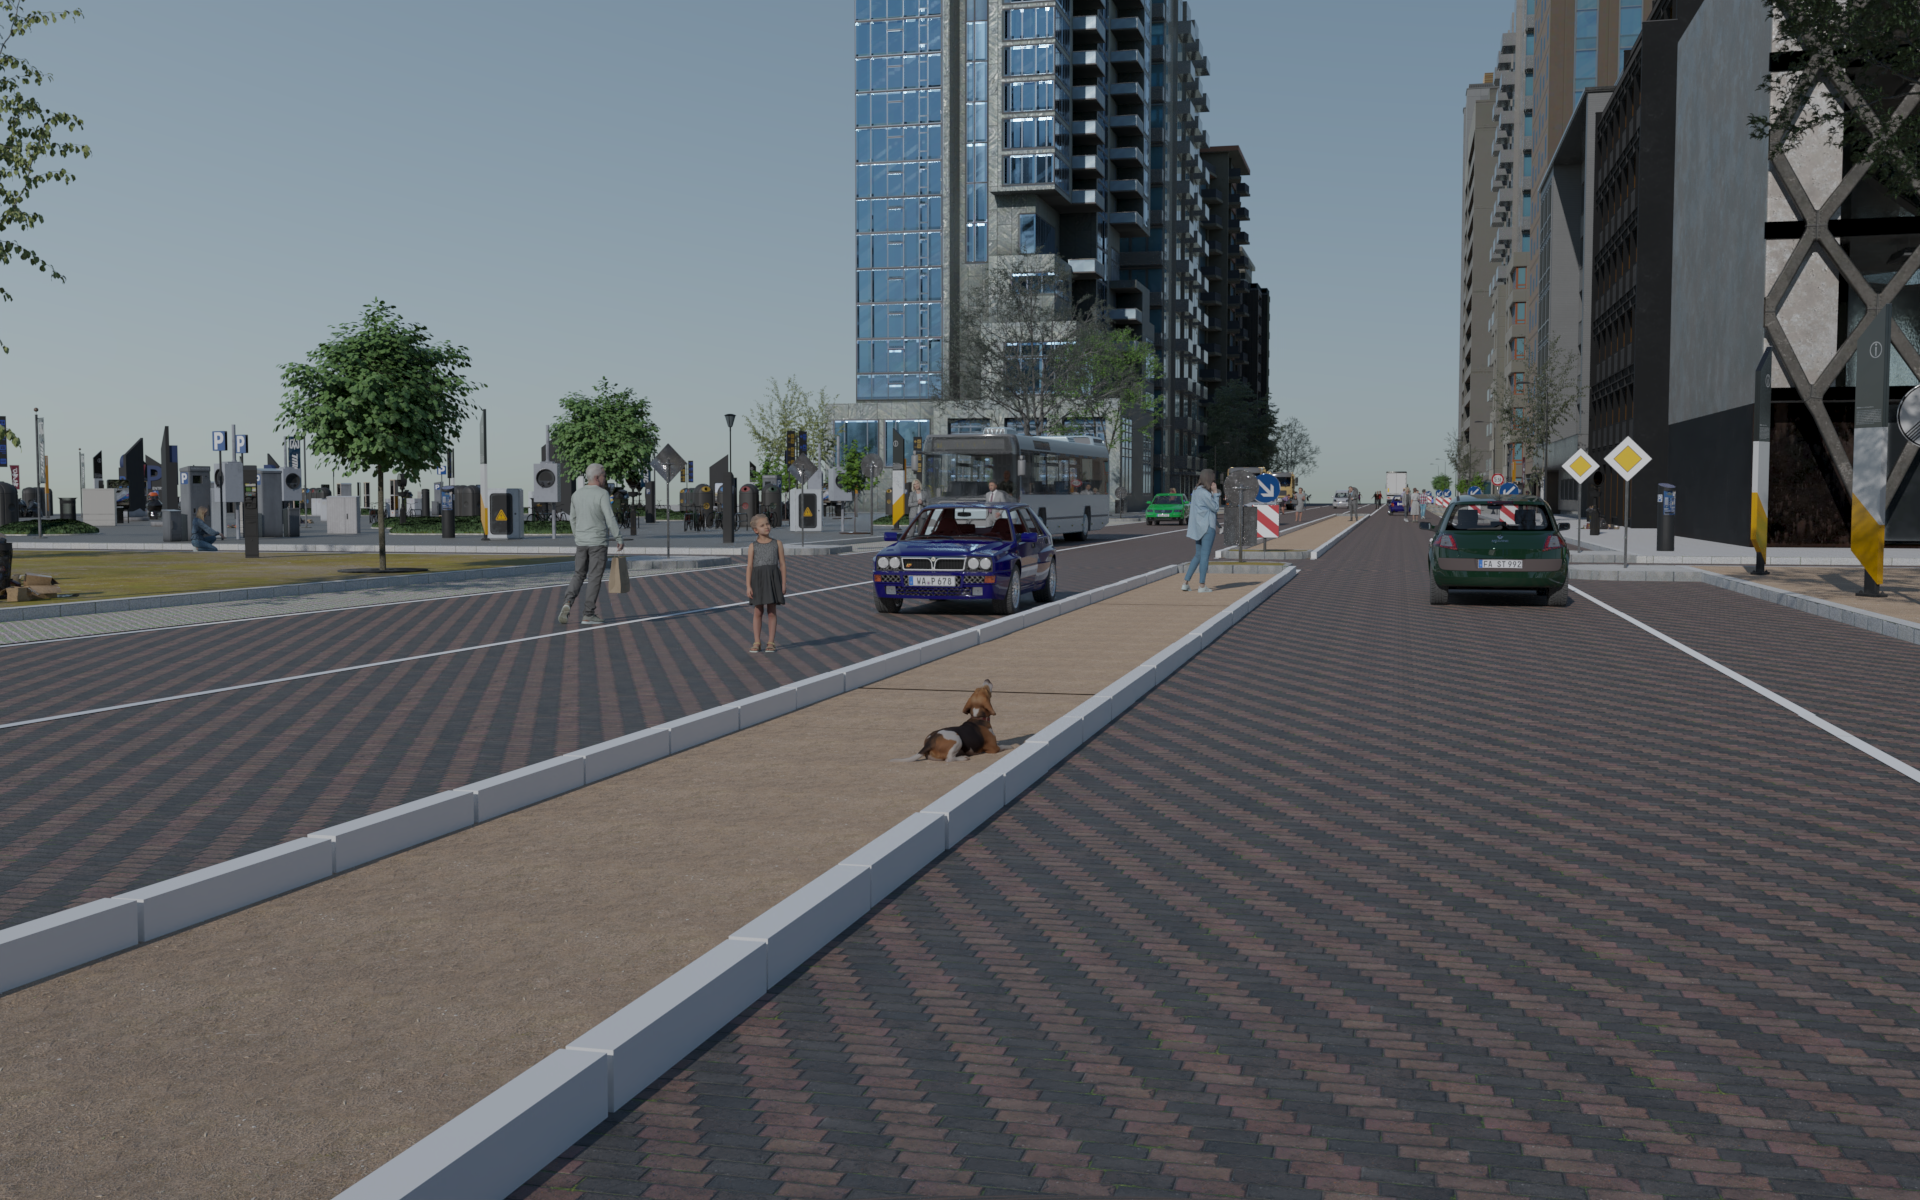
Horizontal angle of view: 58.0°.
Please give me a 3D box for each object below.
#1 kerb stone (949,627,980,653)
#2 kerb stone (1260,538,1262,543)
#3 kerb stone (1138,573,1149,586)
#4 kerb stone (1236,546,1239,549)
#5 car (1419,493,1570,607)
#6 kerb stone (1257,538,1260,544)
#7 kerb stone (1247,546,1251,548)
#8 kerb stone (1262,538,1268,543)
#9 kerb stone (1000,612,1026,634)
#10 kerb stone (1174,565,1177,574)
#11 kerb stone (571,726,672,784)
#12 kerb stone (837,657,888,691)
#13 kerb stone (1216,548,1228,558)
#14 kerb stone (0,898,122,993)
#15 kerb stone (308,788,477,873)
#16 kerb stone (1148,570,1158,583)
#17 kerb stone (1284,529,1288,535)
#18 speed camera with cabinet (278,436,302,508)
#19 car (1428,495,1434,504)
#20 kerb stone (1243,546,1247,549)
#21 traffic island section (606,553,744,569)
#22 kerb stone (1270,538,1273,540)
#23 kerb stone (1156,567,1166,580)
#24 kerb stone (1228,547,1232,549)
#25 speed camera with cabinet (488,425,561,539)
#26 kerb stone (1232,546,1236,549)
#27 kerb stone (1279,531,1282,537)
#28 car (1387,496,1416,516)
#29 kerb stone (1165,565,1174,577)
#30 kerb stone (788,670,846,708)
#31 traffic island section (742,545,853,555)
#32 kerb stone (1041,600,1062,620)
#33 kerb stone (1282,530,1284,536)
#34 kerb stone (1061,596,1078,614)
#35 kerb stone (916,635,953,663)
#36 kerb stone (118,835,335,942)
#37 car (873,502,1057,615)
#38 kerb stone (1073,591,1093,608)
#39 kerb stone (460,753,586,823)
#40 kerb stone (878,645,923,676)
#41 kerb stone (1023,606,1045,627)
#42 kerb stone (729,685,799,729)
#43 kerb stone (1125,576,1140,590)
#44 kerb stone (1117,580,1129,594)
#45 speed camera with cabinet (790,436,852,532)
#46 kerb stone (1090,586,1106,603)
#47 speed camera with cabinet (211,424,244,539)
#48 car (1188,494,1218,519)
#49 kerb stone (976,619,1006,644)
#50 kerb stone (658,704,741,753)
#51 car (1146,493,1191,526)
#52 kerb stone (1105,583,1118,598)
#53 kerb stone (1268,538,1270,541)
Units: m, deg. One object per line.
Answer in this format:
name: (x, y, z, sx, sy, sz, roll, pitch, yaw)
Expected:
kerb stone: (-0.015, 0.386, 15.946, 0.120, 0.150, 1.000, 1, 4, 14)
kerb stone: (8.430, -1.655, 49.274, 0.120, 0.150, 1.000, 1, 4, 14)
kerb stone: (2.762, -0.286, 26.891, 0.120, 0.150, 1.000, 1, 4, 14)
kerb stone: (6.680, -1.227, 42.321, 0.120, 0.150, 1.000, 1, 4, 14)
car: (7.269, -0.841, 23.534, 2.009, 1.686, 4.222, 1, 4, 15)
kerb stone: (8.188, -1.595, 48.280, 0.120, 0.150, 1.000, 1, 4, 14)
kerb stone: (7.432, -1.413, 45.302, 0.120, 0.150, 1.000, 1, 4, 14)
kerb stone: (8.935, -1.772, 51.258, 0.120, 0.150, 1.000, 1, 4, 14)
kerb stone: (0.493, 0.261, 17.935, 0.120, 0.150, 1.000, 1, 4, 14)
kerb stone: (3.772, -0.531, 30.871, 0.120, 0.150, 1.000, 1, 4, 14)
kerb stone: (-1.770, 0.808, 8.987, 0.120, 0.150, 1.000, 1, 4, 14)
kerb stone: (-0.758, 0.564, 12.968, 0.120, 0.150, 1.000, 1, 4, 14)
kerb stone: (5.917, -1.048, 39.334, 0.120, 0.150, 1.000, 1, 4, 14)
kerb stone: (-2.780, 1.051, 5.005, 0.120, 0.150, 1.000, 1, 4, 14)
kerb stone: (-2.278, 0.929, 7.000, 0.120, 0.150, 1.000, 1, 4, 14)
kerb stone: (3.020, -0.343, 27.893, 0.120, 0.150, 1.000, 1, 4, 14)
kerb stone: (11.208, -2.325, 60.208, 0.120, 0.150, 1.000, 1, 4, 14)
speed camera with cabinet: (-23.378, -3.934, 58.649, 0.660, 3.252, 2.038, 3, 5, 41)
car: (62.698, -13.635, 232.518, 1.945, 1.707, 3.694, 1, 4, 13)
kerb stone: (7.180, -1.352, 44.311, 0.120, 0.150, 1.000, 1, 4, 14)
traffic island section: (-5.806, -0.740, 34.376, 2.009, 0.180, 2.903, 1, 4, 14)
kerb stone: (9.438, -1.899, 53.249, 0.120, 0.150, 1.000, 1, 4, 14)
kerb stone: (3.269, -0.409, 28.884, 0.120, 0.150, 1.000, 1, 4, 14)
kerb stone: (6.176, -1.105, 40.323, 0.120, 0.150, 1.000, 1, 4, 14)
speed camera with cabinet: (-12.467, -3.367, 49.386, 2.038, 3.252, 0.660, 0, 4, -3)
kerb stone: (6.422, -1.170, 41.326, 0.120, 0.150, 1.000, 1, 4, 14)
kerb stone: (10.453, -2.142, 57.225, 0.120, 0.150, 1.000, 1, 4, 14)
car: (29.656, -6.336, 116.179, 1.945, 1.354, 3.894, 1, 4, 12)
kerb stone: (3.519, -0.470, 29.875, 0.120, 0.150, 1.000, 1, 4, 14)
kerb stone: (-1.017, 0.625, 11.976, 0.120, 0.150, 1.000, 1, 4, 14)
traffic island section: (-3.845, -1.213, 42.117, 2.009, 0.180, 2.903, 1, 4, 14)
kerb stone: (0.993, 0.139, 19.919, 0.120, 0.150, 1.000, 1, 4, 14)
kerb stone: (10.696, -2.203, 58.218, 0.120, 0.150, 1.000, 1, 4, 14)
kerb stone: (1.250, 0.083, 20.920, 0.120, 0.150, 1.000, 1, 4, 14)
kerb stone: (-0.263, 0.443, 14.954, 0.120, 0.150, 1.000, 1, 4, 14)
kerb stone: (-2.526, 0.995, 5.998, 0.120, 0.150, 1.000, 1, 4, 14)
car: (0.116, -0.570, 21.901, 1.945, 1.354, 3.894, 1, 4, 13)
kerb stone: (1.501, 0.017, 21.916, 0.120, 0.150, 1.000, 1, 4, 14)
kerb stone: (-2.020, 0.869, 7.996, 0.120, 0.150, 1.000, 1, 4, 14)
kerb stone: (-0.512, 0.504, 13.960, 0.120, 0.150, 1.000, 1, 4, 14)
kerb stone: (0.747, 0.202, 18.926, 0.120, 0.150, 1.000, 1, 4, 14)
kerb stone: (-1.263, 0.687, 10.972, 0.120, 0.150, 1.000, 1, 4, 14)
kerb stone: (2.514, -0.226, 25.891, 0.120, 0.150, 1.000, 1, 4, 14)
kerb stone: (2.261, -0.158, 24.898, 0.120, 0.150, 1.000, 1, 4, 14)
speed camera with cabinet: (-4.720, -3.943, 58.808, 2.038, 3.252, 0.660, -1, 4, -22)
kerb stone: (1.756, -0.043, 22.906, 0.120, 0.150, 1.000, 1, 4, 14)
speed camera with cabinet: (-21.263, -3.379, 49.575, 2.038, 3.252, 0.660, 3, 5, 41)
car: (13.861, -5.506, 99.618, 1.945, 1.707, 3.694, 1, 4, 13)
kerb stone: (0.254, 0.321, 16.939, 0.120, 0.150, 1.000, 1, 4, 14)
kerb stone: (-1.518, 0.747, 9.981, 0.120, 0.150, 1.000, 1, 4, 14)
car: (9.714, -4.372, 80.283, 1.959, 1.807, 4.718, 1, 4, 14)
kerb stone: (2.010, -0.105, 23.907, 0.120, 0.150, 1.000, 1, 4, 14)
kerb stone: (9.186, -1.837, 52.250, 0.120, 0.150, 1.000, 1, 4, 14)
